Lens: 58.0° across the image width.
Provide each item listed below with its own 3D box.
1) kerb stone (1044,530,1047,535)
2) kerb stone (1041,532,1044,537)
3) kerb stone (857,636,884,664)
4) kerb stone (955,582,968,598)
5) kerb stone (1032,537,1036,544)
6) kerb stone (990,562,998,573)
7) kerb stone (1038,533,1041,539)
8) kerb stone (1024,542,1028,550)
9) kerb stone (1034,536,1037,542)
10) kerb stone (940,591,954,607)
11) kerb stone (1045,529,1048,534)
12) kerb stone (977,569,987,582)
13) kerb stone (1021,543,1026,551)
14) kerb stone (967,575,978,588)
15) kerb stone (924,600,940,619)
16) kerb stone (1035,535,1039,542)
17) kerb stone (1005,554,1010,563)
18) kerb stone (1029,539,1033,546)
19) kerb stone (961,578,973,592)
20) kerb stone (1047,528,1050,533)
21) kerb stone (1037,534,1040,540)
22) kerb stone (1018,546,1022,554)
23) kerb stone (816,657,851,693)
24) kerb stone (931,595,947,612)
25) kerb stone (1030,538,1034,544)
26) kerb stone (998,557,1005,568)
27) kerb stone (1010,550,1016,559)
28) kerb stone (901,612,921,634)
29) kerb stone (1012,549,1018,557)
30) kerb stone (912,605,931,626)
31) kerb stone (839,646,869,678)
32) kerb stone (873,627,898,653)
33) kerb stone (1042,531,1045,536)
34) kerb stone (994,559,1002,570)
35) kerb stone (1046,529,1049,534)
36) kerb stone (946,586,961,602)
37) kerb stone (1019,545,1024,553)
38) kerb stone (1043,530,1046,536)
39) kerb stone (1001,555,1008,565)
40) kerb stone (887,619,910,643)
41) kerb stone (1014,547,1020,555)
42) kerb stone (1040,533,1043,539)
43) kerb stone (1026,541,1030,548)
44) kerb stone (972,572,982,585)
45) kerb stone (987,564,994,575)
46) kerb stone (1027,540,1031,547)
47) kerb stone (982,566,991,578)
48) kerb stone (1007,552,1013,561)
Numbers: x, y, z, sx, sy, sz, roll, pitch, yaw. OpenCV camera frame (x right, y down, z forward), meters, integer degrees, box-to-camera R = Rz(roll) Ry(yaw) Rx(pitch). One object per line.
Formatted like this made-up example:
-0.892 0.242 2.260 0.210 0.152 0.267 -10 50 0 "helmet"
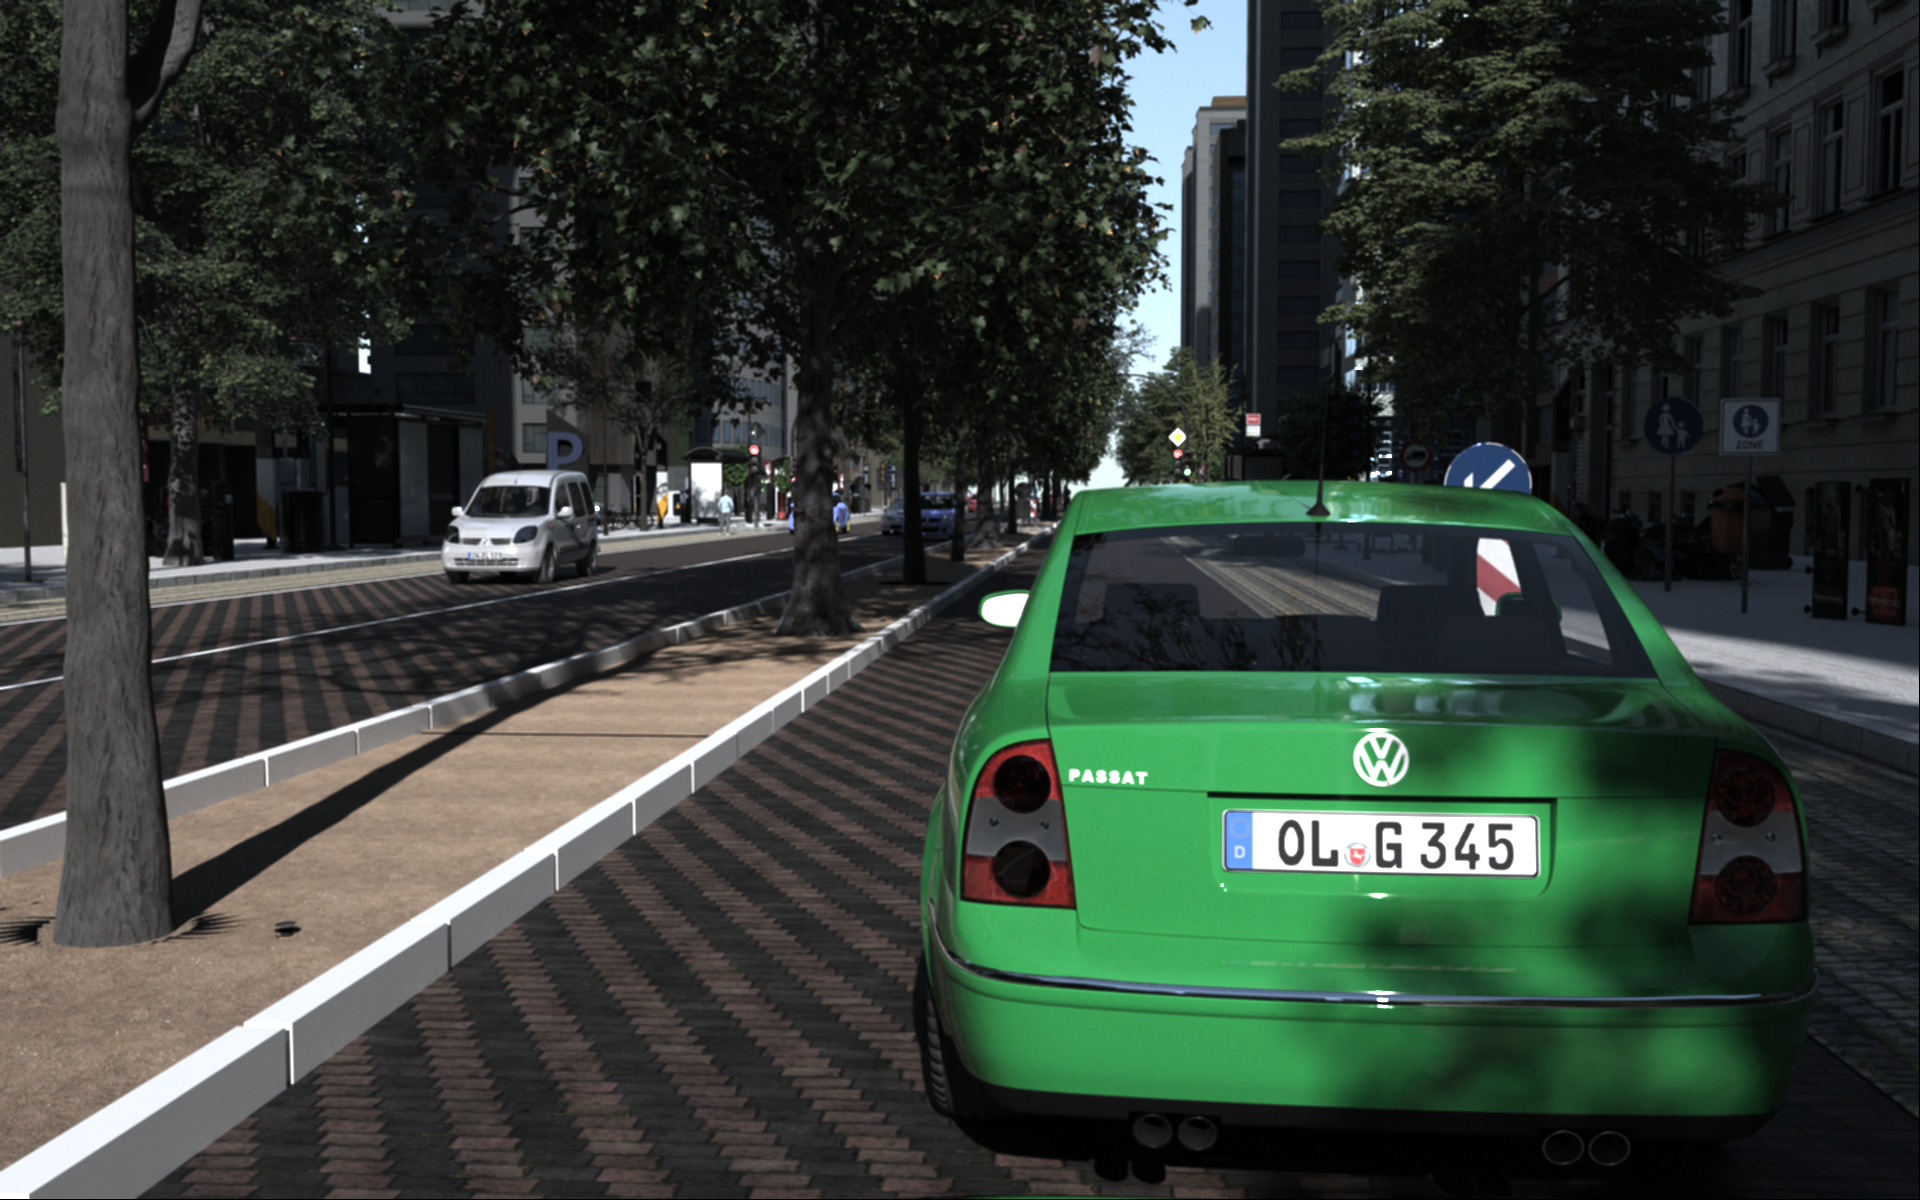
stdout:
2.744 -2.173 57.826 0.120 0.150 1.000 0 4 5 "kerb stone"
2.489 -1.986 54.764 0.120 0.150 1.000 0 4 5 "kerb stone"
-0.797 0.448 14.928 0.120 0.150 1.000 0 4 5 "kerb stone"
-0.029 -0.117 24.110 0.120 0.150 1.000 0 4 5 "kerb stone"
1.979 -1.614 48.620 0.120 0.150 1.000 0 4 5 "kerb stone"
0.552 -0.552 31.257 0.120 0.150 1.000 0 4 5 "kerb stone"
2.326 -1.866 52.711 0.120 0.150 1.000 0 4 5 "kerb stone"
1.562 -1.299 43.521 0.120 0.150 1.000 0 4 5 "kerb stone"
2.058 -1.678 49.639 0.120 0.150 1.000 0 4 5 "kerb stone"
-0.210 0.015 22.071 0.120 0.150 1.000 0 4 5 "kerb stone"
2.820 -2.232 58.846 0.120 0.150 1.000 0 4 5 "kerb stone"
0.298 -0.367 28.192 0.120 0.150 1.000 0 4 5 "kerb stone"
1.478 -1.239 42.502 0.120 0.150 1.000 0 4 5 "kerb stone"
0.133 -0.242 26.148 0.120 0.150 1.000 0 4 5 "kerb stone"
-0.368 0.132 20.032 0.120 0.150 1.000 0 4 5 "kerb stone"
2.152 -1.741 50.661 0.120 0.150 1.000 0 4 5 "kerb stone"
0.885 -0.802 35.339 0.120 0.150 1.000 0 4 5 "kerb stone"
1.811 -1.486 46.578 0.120 0.150 1.000 0 4 5 "kerb stone"
0.054 -0.178 25.129 0.120 0.150 1.000 0 4 5 "kerb stone"
2.992 -2.366 60.884 0.120 0.150 1.000 0 4 5 "kerb stone"
2.232 -1.803 51.681 0.120 0.150 1.000 0 4 5 "kerb stone"
1.303 -1.115 40.462 0.120 0.150 1.000 0 4 5 "kerb stone"
-0.960 0.569 12.890 0.120 0.150 1.000 0 4 5 "kerb stone"
-0.293 0.070 21.051 0.120 0.150 1.000 0 4 5 "kerb stone"
1.893 -1.554 47.597 0.120 0.150 1.000 0 4 5 "kerb stone"
0.728 -0.679 33.295 0.120 0.150 1.000 0 4 5 "kerb stone"
1.061 -0.925 37.389 0.120 0.150 1.000 0 4 5 "kerb stone"
-0.540 0.262 17.990 0.120 0.150 1.000 0 4 5 "kerb stone"
1.143 -0.987 38.418 0.120 0.150 1.000 0 4 5 "kerb stone"
-0.458 0.195 19.008 0.120 0.150 1.000 0 4 5 "kerb stone"
-0.875 0.507 13.909 0.120 0.150 1.000 0 4 5 "kerb stone"
-0.711 0.383 15.947 0.120 0.150 1.000 0 4 5 "kerb stone"
2.565 -2.055 55.789 0.120 0.150 1.000 0 4 5 "kerb stone"
0.638 -0.616 32.275 0.120 0.150 1.000 0 4 5 "kerb stone"
2.909 -2.304 59.864 0.120 0.150 1.000 0 4 5 "kerb stone"
-0.121 -0.055 23.092 0.120 0.150 1.000 0 4 5 "kerb stone"
1.394 -1.178 41.483 0.120 0.150 1.000 0 4 5 "kerb stone"
2.660 -2.117 56.807 0.120 0.150 1.000 0 4 5 "kerb stone"
0.806 -0.741 34.320 0.120 0.150 1.000 0 4 5 "kerb stone"
-0.626 0.320 16.969 0.120 0.150 1.000 0 4 5 "kerb stone"
1.223 -1.051 39.439 0.120 0.150 1.000 0 4 5 "kerb stone"
2.404 -1.929 53.735 0.120 0.150 1.000 0 4 5 "kerb stone"
1.657 -1.367 44.539 0.120 0.150 1.000 0 4 5 "kerb stone"
0.217 -0.304 27.170 0.120 0.150 1.000 0 4 5 "kerb stone"
0.464 -0.492 30.238 0.120 0.150 1.000 0 4 5 "kerb stone"
1.731 -1.429 45.558 0.120 0.150 1.000 0 4 5 "kerb stone"
0.390 -0.429 29.211 0.120 0.150 1.000 0 4 5 "kerb stone"
0.975 -0.861 36.367 0.120 0.150 1.000 0 4 5 "kerb stone"
